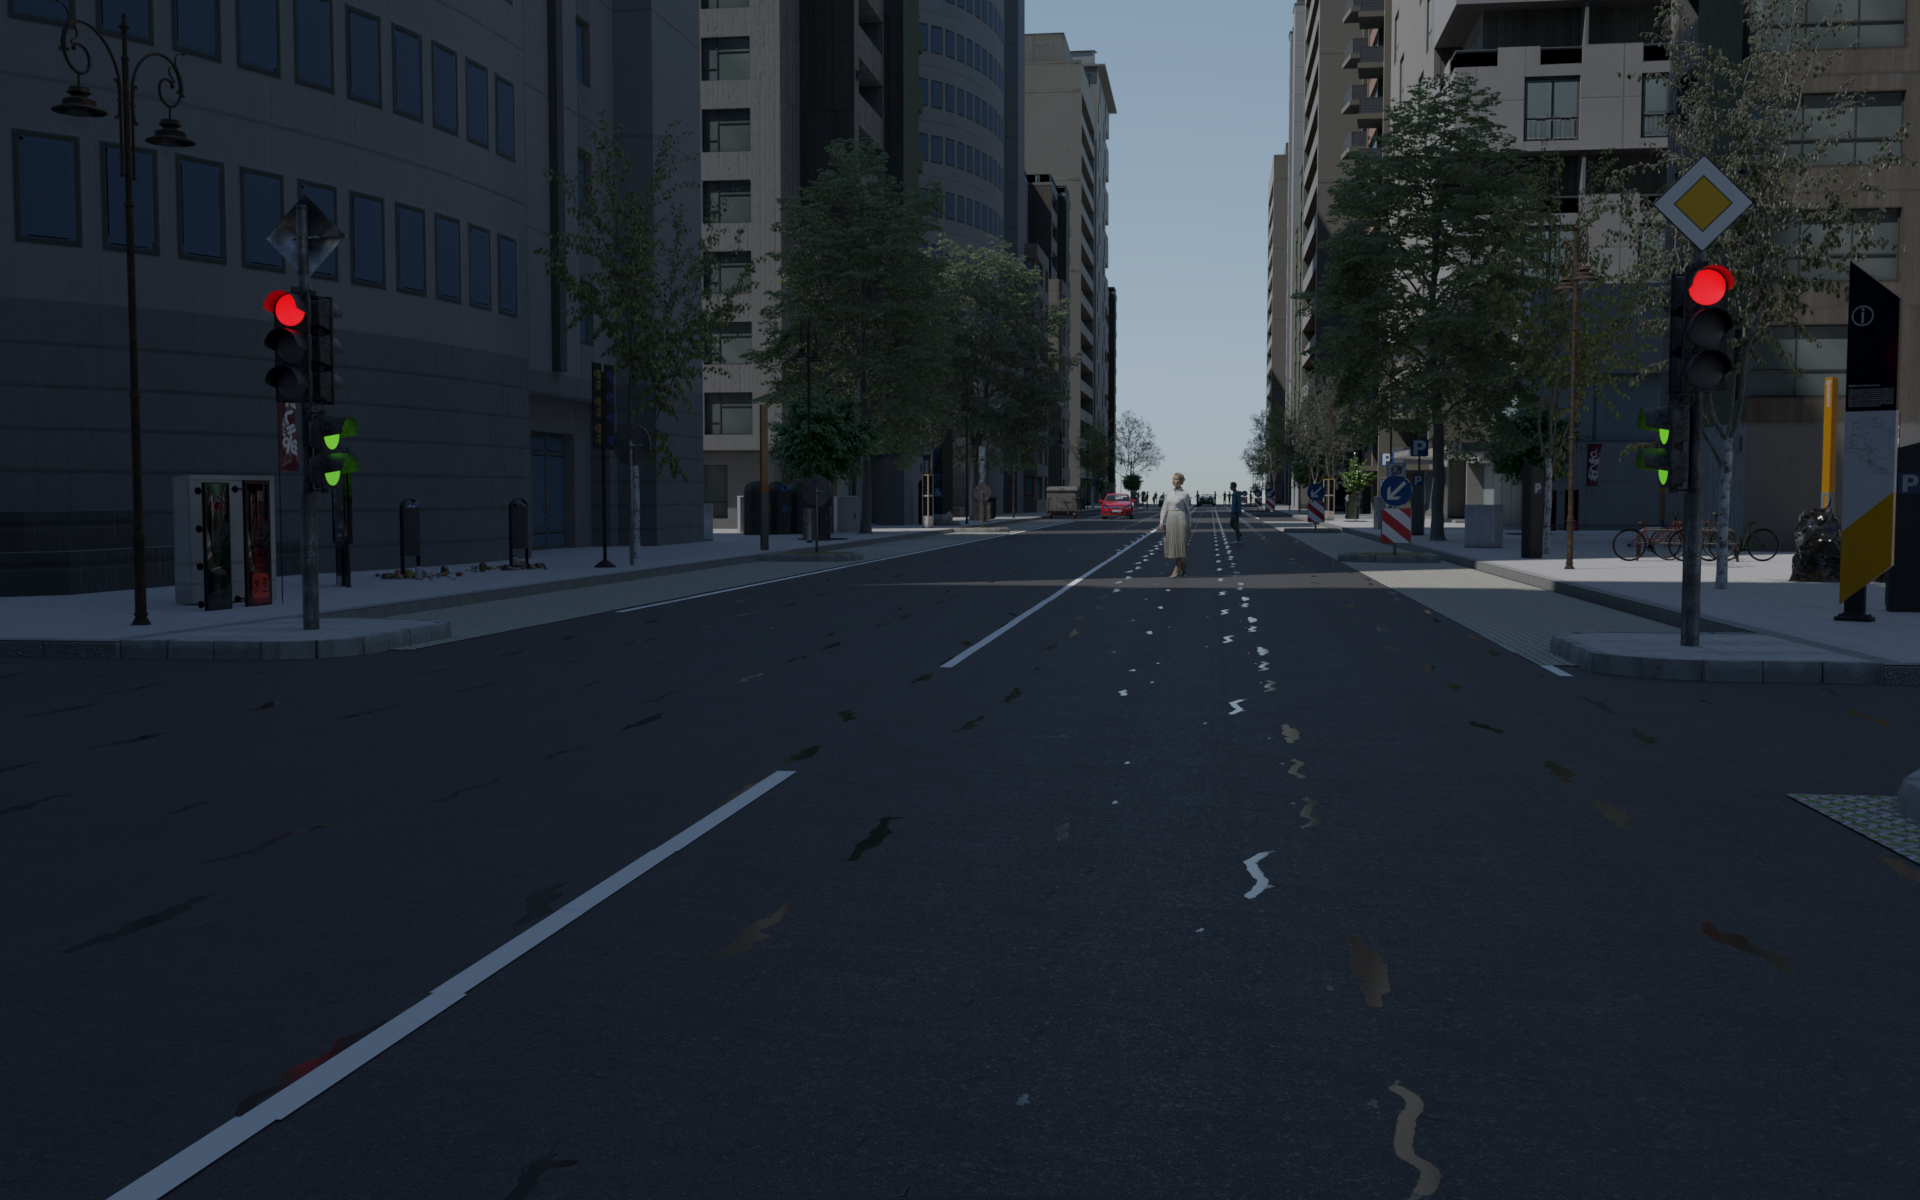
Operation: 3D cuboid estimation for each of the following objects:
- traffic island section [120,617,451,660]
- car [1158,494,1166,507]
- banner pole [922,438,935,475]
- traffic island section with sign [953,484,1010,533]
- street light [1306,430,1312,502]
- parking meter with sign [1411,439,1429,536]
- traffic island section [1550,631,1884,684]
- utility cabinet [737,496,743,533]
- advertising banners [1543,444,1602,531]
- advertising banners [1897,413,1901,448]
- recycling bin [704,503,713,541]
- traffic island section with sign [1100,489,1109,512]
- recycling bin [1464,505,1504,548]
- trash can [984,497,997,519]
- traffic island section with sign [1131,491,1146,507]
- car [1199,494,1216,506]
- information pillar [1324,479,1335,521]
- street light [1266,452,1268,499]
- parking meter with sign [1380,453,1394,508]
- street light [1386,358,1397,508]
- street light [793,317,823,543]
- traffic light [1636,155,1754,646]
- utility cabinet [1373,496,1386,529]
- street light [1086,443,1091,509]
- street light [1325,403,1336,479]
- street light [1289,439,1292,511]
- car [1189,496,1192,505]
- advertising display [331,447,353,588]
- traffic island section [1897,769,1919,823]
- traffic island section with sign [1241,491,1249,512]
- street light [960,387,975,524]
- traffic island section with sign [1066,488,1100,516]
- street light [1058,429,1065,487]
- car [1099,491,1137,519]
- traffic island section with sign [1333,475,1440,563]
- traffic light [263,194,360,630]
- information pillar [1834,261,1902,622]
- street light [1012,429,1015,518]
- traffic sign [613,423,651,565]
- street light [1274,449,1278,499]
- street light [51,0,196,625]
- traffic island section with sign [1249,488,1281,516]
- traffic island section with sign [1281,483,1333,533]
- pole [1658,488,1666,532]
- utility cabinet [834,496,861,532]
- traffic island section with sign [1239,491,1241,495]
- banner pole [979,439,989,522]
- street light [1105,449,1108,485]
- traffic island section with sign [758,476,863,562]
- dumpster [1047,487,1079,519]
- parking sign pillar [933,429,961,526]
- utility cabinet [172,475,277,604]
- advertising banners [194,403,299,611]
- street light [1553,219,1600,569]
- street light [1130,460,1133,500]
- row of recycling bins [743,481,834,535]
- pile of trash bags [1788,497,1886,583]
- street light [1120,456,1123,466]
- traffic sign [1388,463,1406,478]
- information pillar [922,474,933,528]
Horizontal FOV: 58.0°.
[{"bbox_3d":[-6.168,0.358,16.431,2.009,0.180,2.903,1,4,8],"label":"traffic island section"},{"bbox_3d":[23.501,-11.449,196.983,2.009,1.686,4.222,1,4,10],"label":"car"},{"bbox_3d":[-1.361,-5.305,76.753,0.863,3.779,0.401,-3,5,-42],"label":"banner pole"},{"bbox_3d":[0.838,-3.446,64.969,1.989,1.847,2.006,1,4,8],"label":"traffic island section with sign"},{"bbox_3d":[21.410,-8.142,105.911,0.468,5.910,1.993,1,4,8],"label":"street light"},{"bbox_3d":[14.334,-3.547,54.247,0.543,3.016,1.738,1,4,18],"label":"parking meter with sign"},{"bbox_3d":[6.194,0.467,14.647,2.009,0.180,2.903,1,4,8],"label":"traffic island section"},{"bbox_3d":[-6.907,-2.858,57.894,1.020,1.237,0.306,-2,4,-25],"label":"utility cabinet"},{"bbox_3d":[21.236,-3.913,60.170,2.074,3.025,0.090,0,4,1],"label":"advertising banners"},{"bbox_3d":[20.120,-2.493,36.941,0.090,3.025,2.074,1,4,18],"label":"advertising banners"},{"bbox_3d":[-7.249,-2.139,47.522,0.722,1.027,0.722,-3,4,-38],"label":"recycling bin"},{"bbox_3d":[11.972,-8.158,142.018,1.989,1.847,2.006,1,4,8],"label":"traffic island section with sign"},{"bbox_3d":[12.509,-1.761,41.346,0.722,1.027,0.722,3,4,36],"label":"recycling bin"},{"bbox_3d":[1.560,-4.750,89.323,0.748,1.137,0.748,0,3,0],"label":"trash can"},{"bbox_3d":[19.888,-11.512,196.847,1.989,1.847,2.006,1,4,8],"label":"traffic island section with sign"},{"bbox_3d":[29.772,-12.067,209.098,2.131,1.459,4.920,1,4,10],"label":"car"},{"bbox_3d":[17.937,-4.851,83.807,0.304,2.012,0.304,0,4,-1],"label":"information pillar"},{"bbox_3d":[33.043,-13.063,186.371,0.468,5.910,1.993,1,4,8],"label":"street light"},{"bbox_3d":[17.803,-4.662,72.490,0.543,3.016,1.738,1,4,18],"label":"parking meter with sign"},{"bbox_3d":[14.538,-5.237,58.415,0.468,5.910,1.993,1,4,8],"label":"street light"},{"bbox_3d":[-3.957,-4.439,45.365,0.468,5.910,1.993,1,4,8],"label":"street light"},{"bbox_3d":[6.156,-1.567,14.539,0.839,4.253,0.868,1,4,8],"label":"traffic light"},{"bbox_3d":[15.360,-3.195,63.408,0.306,1.237,1.020,0,4,4],"label":"utility cabinet"},{"bbox_3d":[11.093,-10.853,150.236,0.468,5.910,1.993,1,4,8],"label":"street light"},{"bbox_3d":[18.727,-7.030,87.727,0.468,5.910,1.993,1,4,8],"label":"street light"},{"bbox_3d":[25.729,-9.925,135.068,0.468,5.910,1.993,1,4,8],"label":"street light"},{"bbox_3d":[29.116,-13.039,224.993,2.131,1.459,4.920,0,4,8],"label":"car"},{"bbox_3d":[-8.602,-1.155,24.105,0.123,1.923,0.974,-2,4,-29],"label":"advertising display"},{"bbox_3d":[5.053,0.950,6.744,2.009,0.180,2.903,1,4,8],"label":"traffic island section"},{"bbox_3d":[23.957,-8.027,139.877,1.989,1.847,2.006,1,4,8],"label":"traffic island section with sign"},{"bbox_3d":[0.295,-6.218,74.446,0.468,5.910,1.993,1,4,8],"label":"street light"},{"bbox_3d":[8.082,-6.508,115.029,1.989,1.847,2.006,1,4,8],"label":"traffic island section with sign"},{"bbox_3d":[7.053,-9.081,121.263,0.468,5.910,1.993,1,4,8],"label":"street light"},{"bbox_3d":[9.072,-5.534,99.524,2.155,1.783,4.494,0,4,6],"label":"car"},{"bbox_3d":[9.079,-1.725,36.827,1.989,1.847,2.006,1,4,8],"label":"traffic island section with sign"},{"bbox_3d":[-6.130,-1.674,16.291,0.839,4.253,0.868,1,4,8],"label":"traffic light"},{"bbox_3d":[9.097,-1.589,17.331,0.504,3.616,0.183,3,5,43],"label":"information pillar"},{"bbox_3d":[2.877,-7.327,92.590,0.468,5.910,1.993,1,4,8],"label":"street light"},{"bbox_3d":[-5.915,-1.898,31.142,0.768,2.556,0.104,1,4,17],"label":"traffic sign"},{"bbox_3d":[29.815,-11.698,164.052,0.468,5.910,1.993,1,4,8],"label":"street light"},{"bbox_3d":[-8.032,-2.693,16.812,0.468,5.910,1.993,1,4,8],"label":"street light"},{"bbox_3d":[19.989,-6.349,112.428,1.989,1.847,2.006,1,4,8],"label":"traffic island section with sign"},{"bbox_3d":[13.008,-3.389,64.038,1.989,1.847,2.006,1,4,8],"label":"traffic island section with sign"},{"bbox_3d":[23.915,-3.982,58.944,0.158,3.312,0.155,0,3,0],"label":"pole"},{"bbox_3d":[-3.765,-2.885,58.330,1.020,1.237,0.306,-3,4,-38],"label":"utility cabinet"},{"bbox_3d":[31.841,-11.362,194.388,1.989,1.847,2.006,1,4,8],"label":"traffic island section with sign"},{"bbox_3d":[1.097,-5.430,78.795,0.401,3.779,0.863,-3,4,-37],"label":"banner pole"},{"bbox_3d":[14.758,-12.371,175.059,0.468,5.910,1.993,1,4,8],"label":"street light"},{"bbox_3d":[-3.150,-1.755,37.322,1.989,1.847,2.006,1,4,8],"label":"traffic island section with sign"},{"bbox_3d":[5.852,-5.538,98.767,1.865,1.857,1.264,0,4,8],"label":"dumpster"},{"bbox_3d":[-0.693,-5.041,70.886,1.447,3.967,1.447,1,4,19],"label":"parking sign pillar"},{"bbox_3d":[-8.669,-0.719,20.429,0.318,1.500,1.173,2,4,29],"label":"utility cabinet"},{"bbox_3d":[-8.065,-1.443,19.784,0.090,3.025,2.074,1,4,11],"label":"advertising banners"},{"bbox_3d":[10.402,-3.462,29.386,0.468,5.910,1.993,1,4,8],"label":"street light"},{"bbox_3d":[23.100,-15.926,233.169,0.468,5.910,1.993,1,4,8],"label":"street light"},{"bbox_3d":[-5.504,-2.955,55.424,1.069,1.692,3.534,3,5,42],"label":"row of recycling bins"},{"bbox_3d":[13.747,-1.011,26.282,1.912,1.369,3.447,2,4,33],"label":"pile of trash bags"},{"bbox_3d":[18.960,-14.140,203.982,0.468,5.910,1.993,1,4,8],"label":"street light"},{"bbox_3d":[14.189,-3.316,56.349,0.606,2.300,0.079,1,4,9],"label":"traffic sign"},{"bbox_3d":[-1.208,-3.702,65.022,0.304,2.012,0.304,3,5,39],"label":"information pillar"}]
